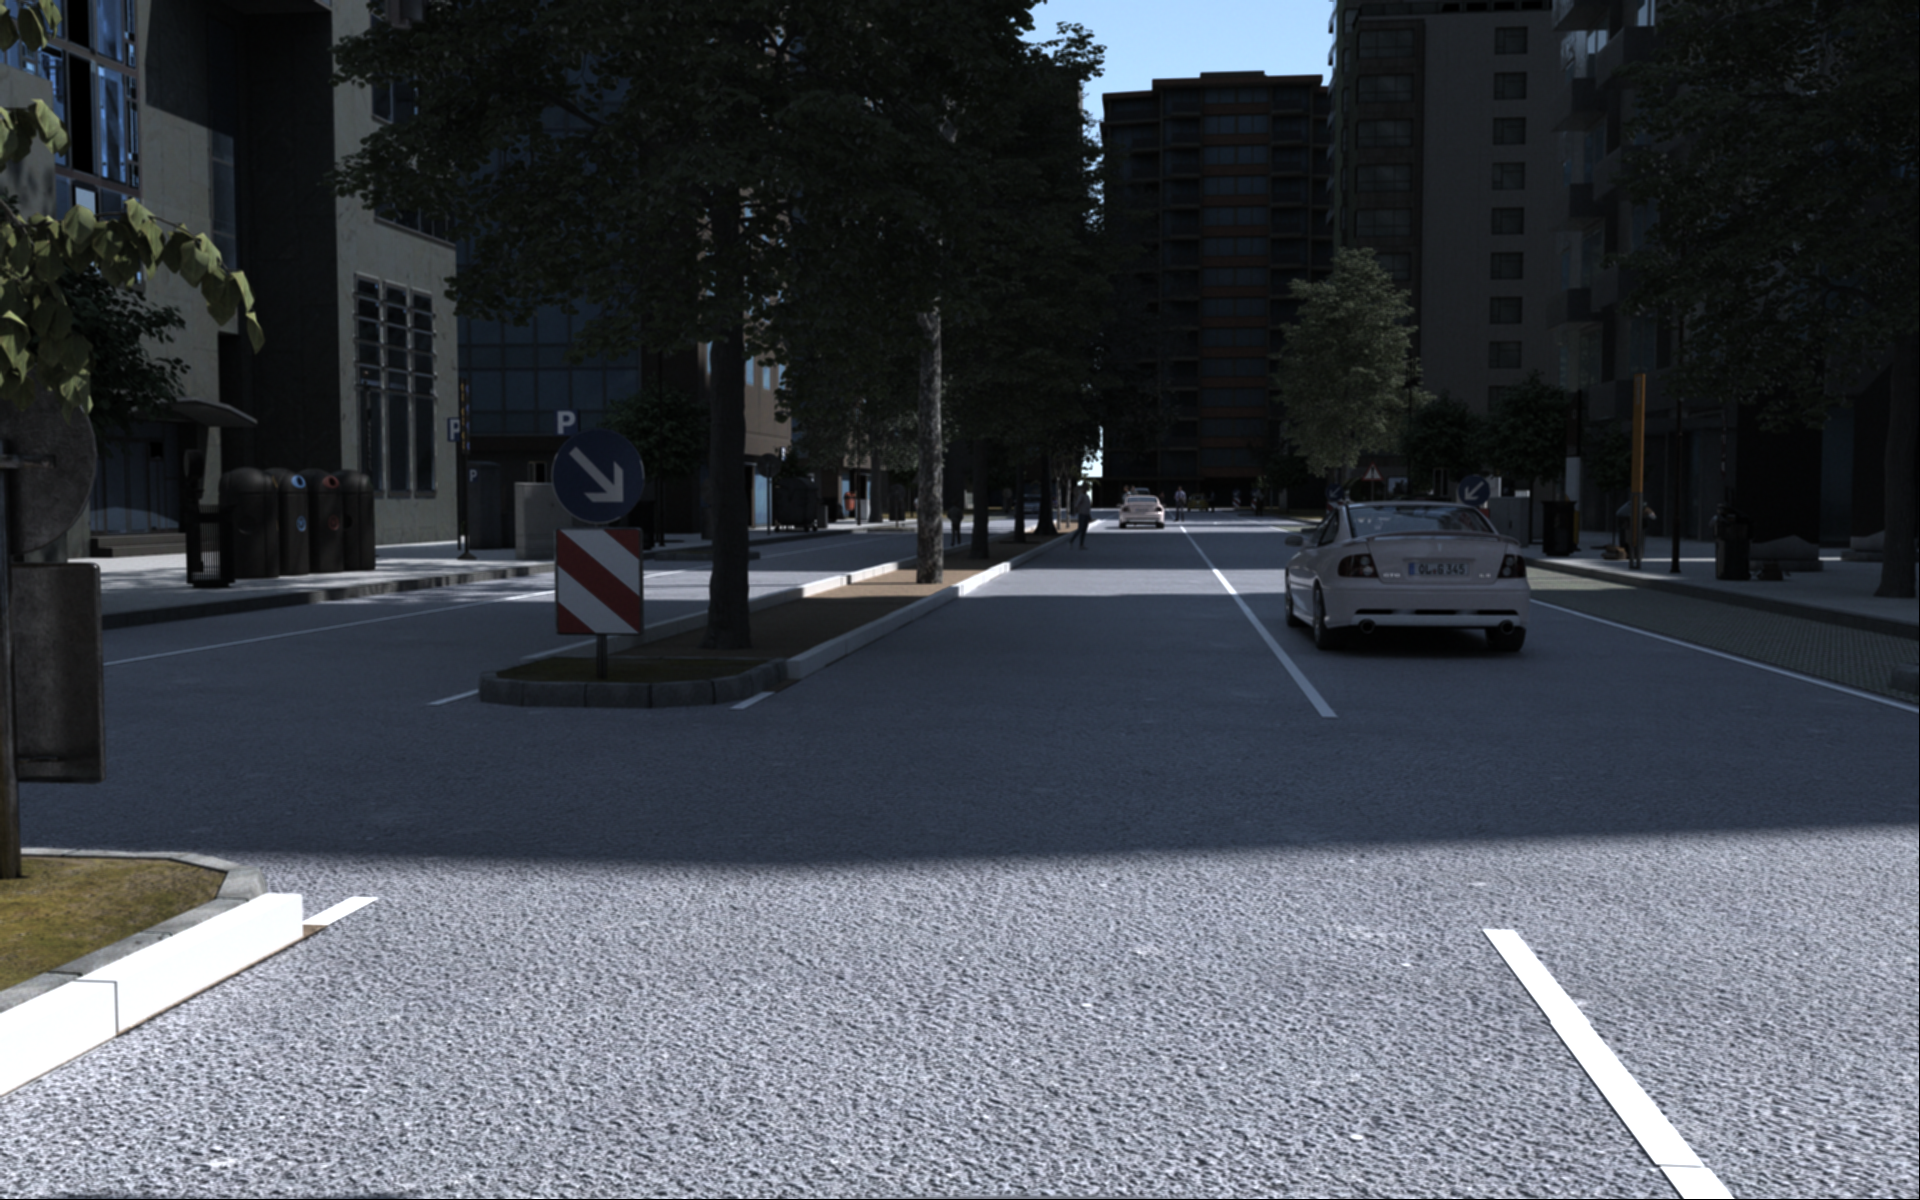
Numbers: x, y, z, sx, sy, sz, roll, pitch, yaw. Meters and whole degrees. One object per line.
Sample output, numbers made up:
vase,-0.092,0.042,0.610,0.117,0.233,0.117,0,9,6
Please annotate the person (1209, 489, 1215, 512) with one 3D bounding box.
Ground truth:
person,19.727,-7.765,135.440,0.705,1.826,1.348,1,4,17

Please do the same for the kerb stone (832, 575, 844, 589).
kerb stone,-1.949,-0.250,26.277,0.120,0.150,1.000,0,4,6

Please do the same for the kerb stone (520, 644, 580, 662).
kerb stone,-3.328,0.498,14.049,0.120,0.150,1.000,0,4,6

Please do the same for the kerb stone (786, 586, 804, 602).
kerb stone,-2.286,-0.063,23.228,0.120,0.150,1.000,0,4,6

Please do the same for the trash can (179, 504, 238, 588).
trash can,-10.276,-0.739,23.731,0.748,1.137,0.748,0,3,0

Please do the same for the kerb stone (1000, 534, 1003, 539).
kerb stone,1.154,-1.933,53.793,0.120,0.150,1.000,0,4,6

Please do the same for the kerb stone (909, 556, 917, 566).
kerb stone,-1.026,-0.747,34.434,0.120,0.150,1.000,0,4,6

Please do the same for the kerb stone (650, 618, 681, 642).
kerb stone,-2.979,0.311,17.118,0.120,0.150,1.000,0,4,6

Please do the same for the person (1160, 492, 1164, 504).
person,19.037,-9.374,163.242,0.415,1.643,0.593,1,4,22

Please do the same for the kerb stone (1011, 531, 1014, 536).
kerb stone,1.610,-2.179,57.868,0.120,0.150,1.000,0,4,6

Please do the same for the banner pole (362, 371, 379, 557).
banner pole,-11.988,-2.759,35.124,0.401,3.779,0.863,-2,4,-27

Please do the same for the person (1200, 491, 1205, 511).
person,20.482,-8.373,146.312,0.530,1.710,0.541,1,4,17

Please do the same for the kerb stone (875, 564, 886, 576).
kerb stone,-1.484,-0.496,30.347,0.120,0.150,1.000,0,4,6

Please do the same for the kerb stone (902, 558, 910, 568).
kerb stone,-1.136,-0.686,33.417,0.120,0.150,1.000,0,4,6

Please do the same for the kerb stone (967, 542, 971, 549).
kerb stone,0.114,-1.371,44.604,0.120,0.150,1.000,0,4,6

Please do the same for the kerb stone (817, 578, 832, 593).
kerb stone,-2.059,-0.187,25.260,0.120,0.150,1.000,0,4,6

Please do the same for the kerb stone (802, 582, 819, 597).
kerb stone,-2.168,-0.125,24.244,0.120,0.150,1.000,0,4,6

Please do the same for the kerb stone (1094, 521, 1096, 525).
kerb stone,5.758,-3.286,75.916,0.120,0.150,1.000,0,4,6

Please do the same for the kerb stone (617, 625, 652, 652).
kerb stone,-3.094,0.373,16.094,0.120,0.150,1.000,0,4,6

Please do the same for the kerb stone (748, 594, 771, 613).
kerb stone,-2.520,0.063,21.197,0.120,0.150,1.000,0,4,6

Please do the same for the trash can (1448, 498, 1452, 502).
trash can,17.656,-3.171,63.493,0.748,1.137,0.748,0,3,0

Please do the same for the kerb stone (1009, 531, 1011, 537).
kerb stone,1.505,-2.120,56.851,0.120,0.150,1.000,0,4,6

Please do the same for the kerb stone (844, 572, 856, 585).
kerb stone,-1.828,-0.312,27.294,0.120,0.150,1.000,0,4,6

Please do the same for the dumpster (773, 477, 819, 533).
dumpster,-5.522,-3.206,58.183,1.264,1.857,1.865,0,4,6

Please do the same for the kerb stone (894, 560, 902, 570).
kerb stone,-1.263,-0.620,32.398,0.120,0.150,1.000,0,4,6

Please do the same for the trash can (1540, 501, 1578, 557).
trash can,12.349,-1.473,35.739,0.748,1.137,0.748,0,3,0

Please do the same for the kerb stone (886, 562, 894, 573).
kerb stone,-1.368,-0.561,31.369,0.120,0.150,1.000,0,4,6

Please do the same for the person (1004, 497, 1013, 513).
person,3.303,-6.669,118.228,0.721,1.739,1.217,2,4,31

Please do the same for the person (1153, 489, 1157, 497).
person,14.890,-7.583,132.508,0.705,1.821,1.348,1,4,22

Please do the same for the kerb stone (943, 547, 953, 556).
kerb stone,-0.341,-1.120,40.540,0.120,0.150,1.000,0,4,6

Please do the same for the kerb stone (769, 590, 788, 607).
kerb stone,-2.408,-0.001,22.214,0.120,0.150,1.000,0,4,6

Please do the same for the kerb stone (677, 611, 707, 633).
kerb stone,-2.862,0.248,18.134,0.120,0.150,1.000,0,4,6

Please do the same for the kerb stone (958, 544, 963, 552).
kerb stone,-0.108,-1.244,42.571,0.120,0.150,1.000,0,4,6

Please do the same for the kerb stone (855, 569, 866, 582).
kerb stone,-1.715,-0.374,28.315,0.120,0.150,1.000,0,4,6

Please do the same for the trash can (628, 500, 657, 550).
trash can,-7.311,-1.717,39.719,0.748,1.137,0.748,0,3,0

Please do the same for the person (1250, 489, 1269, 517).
person,19.098,-6.197,110.557,1.217,1.736,0.721,1,4,9

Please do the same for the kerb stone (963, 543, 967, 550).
kerb stone,0.004,-1.308,43.587,0.120,0.150,1.000,0,4,6

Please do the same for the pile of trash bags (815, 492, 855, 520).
pile of trash bags,-6.535,-4.710,86.764,1.912,1.369,3.447,3,5,41

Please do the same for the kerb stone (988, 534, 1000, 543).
kerb stone,1.040,-1.870,52.777,0.120,0.150,1.000,0,4,6

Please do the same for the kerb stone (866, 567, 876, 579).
kerb stone,-1.601,-0.436,29.331,0.120,0.150,1.000,0,4,6

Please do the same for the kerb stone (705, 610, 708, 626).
kerb stone,-2.744,0.186,19.152,0.120,0.150,1.000,0,4,6

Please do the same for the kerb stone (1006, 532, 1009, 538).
kerb stone,1.386,-2.050,55.836,0.120,0.150,1.000,0,4,6

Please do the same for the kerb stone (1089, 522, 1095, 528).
kerb stone,5.645,-3.224,74.900,0.120,0.150,1.000,0,4,6

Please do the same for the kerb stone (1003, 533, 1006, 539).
kerb stone,1.274,-1.995,54.809,0.120,0.150,1.000,0,4,6

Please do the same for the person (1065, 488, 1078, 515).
person,7.698,-6.769,119.187,1.348,1.822,0.705,-3,5,-39

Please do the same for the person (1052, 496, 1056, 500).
person,8.210,-9.096,157.935,1.217,1.735,0.721,3,4,38

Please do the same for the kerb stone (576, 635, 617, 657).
kerb stone,-3.216,0.437,15.066,0.120,0.150,1.000,0,4,6

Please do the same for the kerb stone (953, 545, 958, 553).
kerb stone,-0.223,-1.184,41.556,0.120,0.150,1.000,0,4,6

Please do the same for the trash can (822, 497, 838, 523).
trash can,-5.865,-4.068,78.172,0.748,1.137,0.748,0,3,0

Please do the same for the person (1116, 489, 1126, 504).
person,12.735,-7.728,134.849,1.348,1.824,0.705,3,5,43
